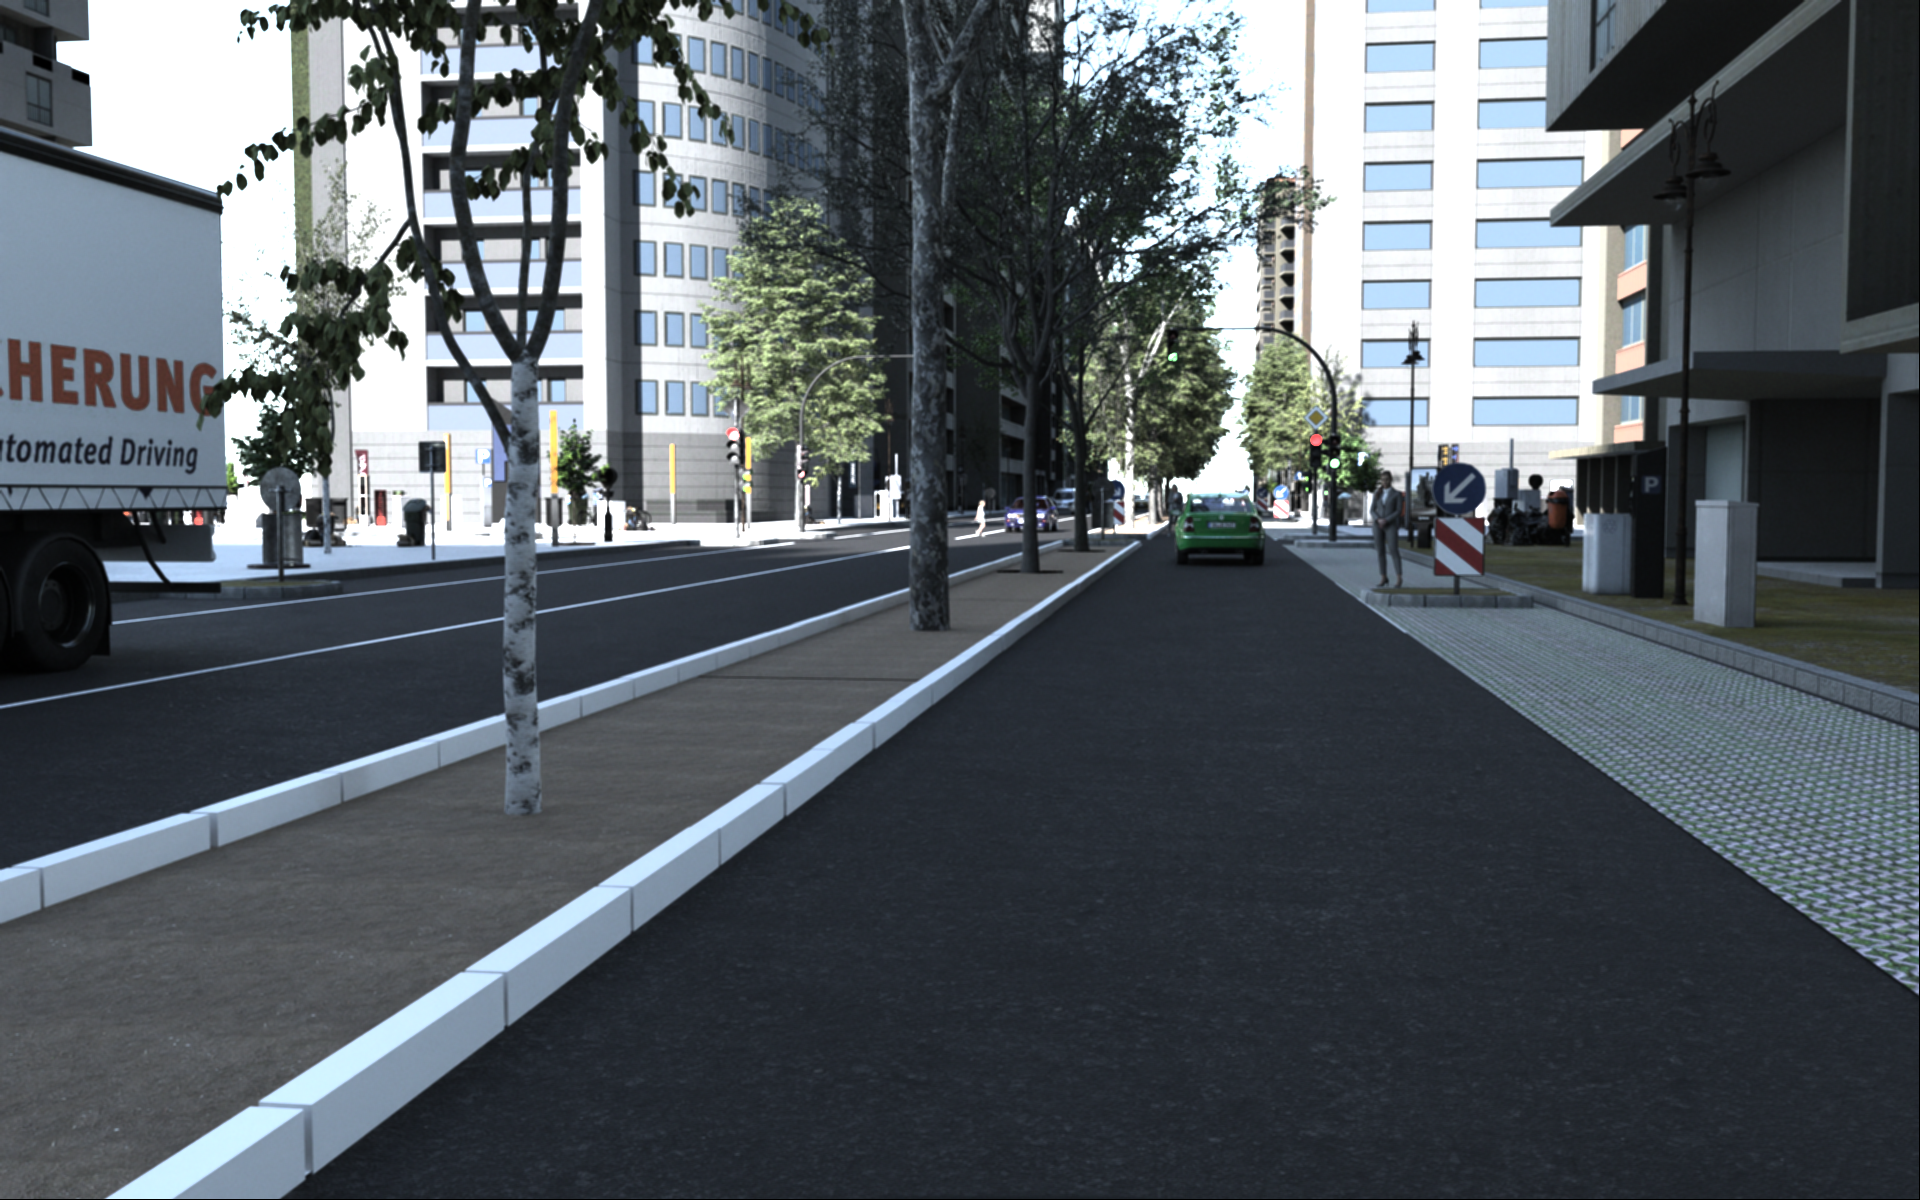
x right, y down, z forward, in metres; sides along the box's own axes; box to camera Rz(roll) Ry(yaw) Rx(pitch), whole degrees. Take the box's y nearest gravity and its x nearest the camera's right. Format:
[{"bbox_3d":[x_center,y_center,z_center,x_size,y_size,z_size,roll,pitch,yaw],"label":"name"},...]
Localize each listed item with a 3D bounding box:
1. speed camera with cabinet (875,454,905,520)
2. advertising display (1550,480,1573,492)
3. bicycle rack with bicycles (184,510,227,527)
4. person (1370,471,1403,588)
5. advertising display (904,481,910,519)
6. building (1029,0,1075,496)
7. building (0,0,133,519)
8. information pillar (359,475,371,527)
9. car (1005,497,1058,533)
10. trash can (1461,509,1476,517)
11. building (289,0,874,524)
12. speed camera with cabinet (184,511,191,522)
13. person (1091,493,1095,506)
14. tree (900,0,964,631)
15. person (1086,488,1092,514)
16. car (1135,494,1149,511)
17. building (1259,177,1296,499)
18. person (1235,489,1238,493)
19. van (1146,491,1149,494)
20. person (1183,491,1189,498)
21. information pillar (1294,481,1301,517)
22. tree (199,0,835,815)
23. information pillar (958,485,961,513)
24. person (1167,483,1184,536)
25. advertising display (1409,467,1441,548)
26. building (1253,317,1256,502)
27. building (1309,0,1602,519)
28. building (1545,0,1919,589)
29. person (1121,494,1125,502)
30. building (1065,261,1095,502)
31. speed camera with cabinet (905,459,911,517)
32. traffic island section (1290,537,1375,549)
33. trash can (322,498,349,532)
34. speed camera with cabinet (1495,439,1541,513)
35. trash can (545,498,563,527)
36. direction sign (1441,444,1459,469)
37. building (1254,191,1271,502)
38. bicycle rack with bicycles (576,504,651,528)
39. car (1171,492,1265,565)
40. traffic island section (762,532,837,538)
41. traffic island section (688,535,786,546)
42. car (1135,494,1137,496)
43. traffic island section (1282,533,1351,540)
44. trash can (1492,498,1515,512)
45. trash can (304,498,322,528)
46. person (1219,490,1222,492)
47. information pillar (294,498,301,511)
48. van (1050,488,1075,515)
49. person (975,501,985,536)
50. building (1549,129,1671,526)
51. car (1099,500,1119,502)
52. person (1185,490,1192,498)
[{"bbox_3d":[-3.590,-5.607,86.013,0.660,3.252,2.038,-2,4,-25],"label":"speed camera with cabinet"},{"bbox_3d":[27.148,-4.461,78.157,0.974,1.923,0.123,2,4,33],"label":"advertising display"},{"bbox_3d":[-28.681,-3.331,67.839,2.925,0.926,2.852,3,5,41],"label":"bicycle rack with bicycles"},{"bbox_3d":[6.525,-1.086,26.528,0.520,1.790,0.573,1,4,17],"label":"person"},{"bbox_3d":[-2.581,-5.070,88.112,0.123,1.923,0.974,2,4,24],"label":"advertising display"},{"bbox_3d":[5.197,-48.187,226.104,20.563,71.187,20.611,1,4,8],"label":"building"},{"bbox_3d":[-57.521,-29.882,77.806,27.495,52.752,28.713,1,4,8],"label":"building"},{"bbox_3d":[-22.914,-3.803,66.669,0.304,2.012,0.304,0,4,7],"label":"information pillar"},{"bbox_3d":[2.723,-3.254,65.789,1.945,1.354,3.894,1,4,9],"label":"car"},{"bbox_3d":[16.880,-2.819,57.747,0.748,1.137,0.748,0,3,0],"label":"trash can"},{"bbox_3d":[-17.370,-33.277,86.082,21.231,58.520,28.212,1,4,8],"label":"building"},{"bbox_3d":[-35.703,-5.296,80.926,0.660,3.252,2.038,0,4,1],"label":"speed camera with cabinet"},{"bbox_3d":[15.573,-11.921,203.043,1.348,1.869,0.705,1,4,10],"label":"person"},{"bbox_3d":[0.761,-9.677,16.566,12.611,20.169,13.585,0,3,0],"label":"tree"},{"bbox_3d":[9.231,-7.120,124.826,0.656,1.842,0.836,2,4,26],"label":"person"},{"bbox_3d":[15.748,-8.490,149.037,2.015,1.641,3.980,1,4,10],"label":"car"},{"bbox_3d":[51.869,-35.414,233.639,22.147,44.769,28.867,1,4,8],"label":"building"},{"bbox_3d":[20.392,-7.266,127.568,0.850,1.792,0.678,-1,4,-10],"label":"person"},{"bbox_3d":[22.675,-12.116,205.102,2.013,2.044,4.112,0,4,7],"label":"van"},{"bbox_3d":[24.139,-10.660,183.316,1.217,1.766,0.721,1,4,20],"label":"person"},{"bbox_3d":[18.661,-5.578,95.698,0.304,2.012,0.304,-1,4,-15],"label":"information pillar"},{"bbox_3d":[-1.961,-3.358,7.730,4.737,8.622,4.395,0,3,0],"label":"tree"},{"bbox_3d":[0.034,-6.880,116.980,0.304,2.012,0.304,1,4,12],"label":"information pillar"},{"bbox_3d":[7.339,-3.073,58.925,0.537,1.800,0.526,1,4,16],"label":"person"},{"bbox_3d":[10.998,-2.187,40.968,0.123,1.923,0.974,-2,4,-27],"label":"advertising display"},{"bbox_3d":[54.274,-30.996,278.477,14.160,30.474,14.107,1,4,8],"label":"building"},{"bbox_3d":[31.334,-34.169,100.659,21.231,58.520,28.212,1,4,8],"label":"building"},{"bbox_3d":[23.331,-26.315,19.491,28.713,52.752,27.495,1,4,8],"label":"building"},{"bbox_3d":[9.686,-5.732,102.028,0.655,1.846,0.447,-2,4,-32],"label":"person"},{"bbox_3d":[2.922,-34.127,249.865,32.217,40.220,23.993,1,4,8],"label":"building"},{"bbox_3d":[-3.059,-6.254,96.584,0.660,3.252,2.038,3,4,38],"label":"speed camera with cabinet"},{"bbox_3d":[10.137,-1.515,47.058,2.009,0.180,2.903,1,4,8],"label":"traffic island section"},{"bbox_3d":[-21.319,-2.915,59.319,0.748,1.137,0.748,0,3,0],"label":"trash can"},{"bbox_3d":[20.121,-4.167,62.462,2.038,3.252,0.660,-3,4,-38],"label":"speed camera with cabinet"},{"bbox_3d":[-15.745,-3.397,67.189,0.748,1.137,0.748,0,3,0],"label":"trash can"},{"bbox_3d":[22.283,-5.313,78.858,0.379,3.537,0.876,-3,5,-41],"label":"direction sign"},{"bbox_3d":[55.261,-38.868,259.190,21.300,48.544,21.600,1,4,8],"label":"building"},{"bbox_3d":[-13.122,-3.215,65.955,2.925,0.926,2.852,-1,4,-16],"label":"bicycle rack with bicycles"},{"bbox_3d":[5.449,-1.703,36.644,1.959,1.807,4.718,0,4,6],"label":"car"},{"bbox_3d":[-5.245,-2.144,57.339,2.009,0.180,2.903,1,4,8],"label":"traffic island section"},{"bbox_3d":[-6.384,-1.661,49.435,2.009,0.180,2.903,1,4,8],"label":"traffic island section"},{"bbox_3d":[20.382,-12.048,205.785,1.959,1.807,4.718,1,4,9],"label":"car"},{"bbox_3d":[11.276,-1.999,54.962,2.009,0.180,2.903,1,4,8],"label":"traffic island section"},{"bbox_3d":[19.071,-3.007,60.812,0.748,1.137,0.748,0,3,0],"label":"trash can"},{"bbox_3d":[-24.529,-3.309,65.750,0.748,1.137,0.748,0,3,0],"label":"trash can"},{"bbox_3d":[23.912,-9.204,159.004,0.705,1.821,1.348,0,4,-4],"label":"person"},{"bbox_3d":[-38.942,-5.947,101.733,0.304,2.012,0.304,-3,5,-43],"label":"information pillar"},{"bbox_3d":[7.258,-6.900,119.819,2.013,2.044,4.112,1,4,9],"label":"van"},{"bbox_3d":[0.674,-2.776,58.906,0.382,1.210,0.505,0,4,-4],"label":"person"},{"bbox_3d":[37.680,-25.006,63.479,28.867,44.769,22.147,1,4,8],"label":"building"},{"bbox_3d":[15.400,-10.170,178.634,2.083,1.381,4.827,1,4,10],"label":"car"},{"bbox_3d":[22.935,-9.990,171.806,1.348,1.831,0.705,1,4,22],"label":"person"}]
